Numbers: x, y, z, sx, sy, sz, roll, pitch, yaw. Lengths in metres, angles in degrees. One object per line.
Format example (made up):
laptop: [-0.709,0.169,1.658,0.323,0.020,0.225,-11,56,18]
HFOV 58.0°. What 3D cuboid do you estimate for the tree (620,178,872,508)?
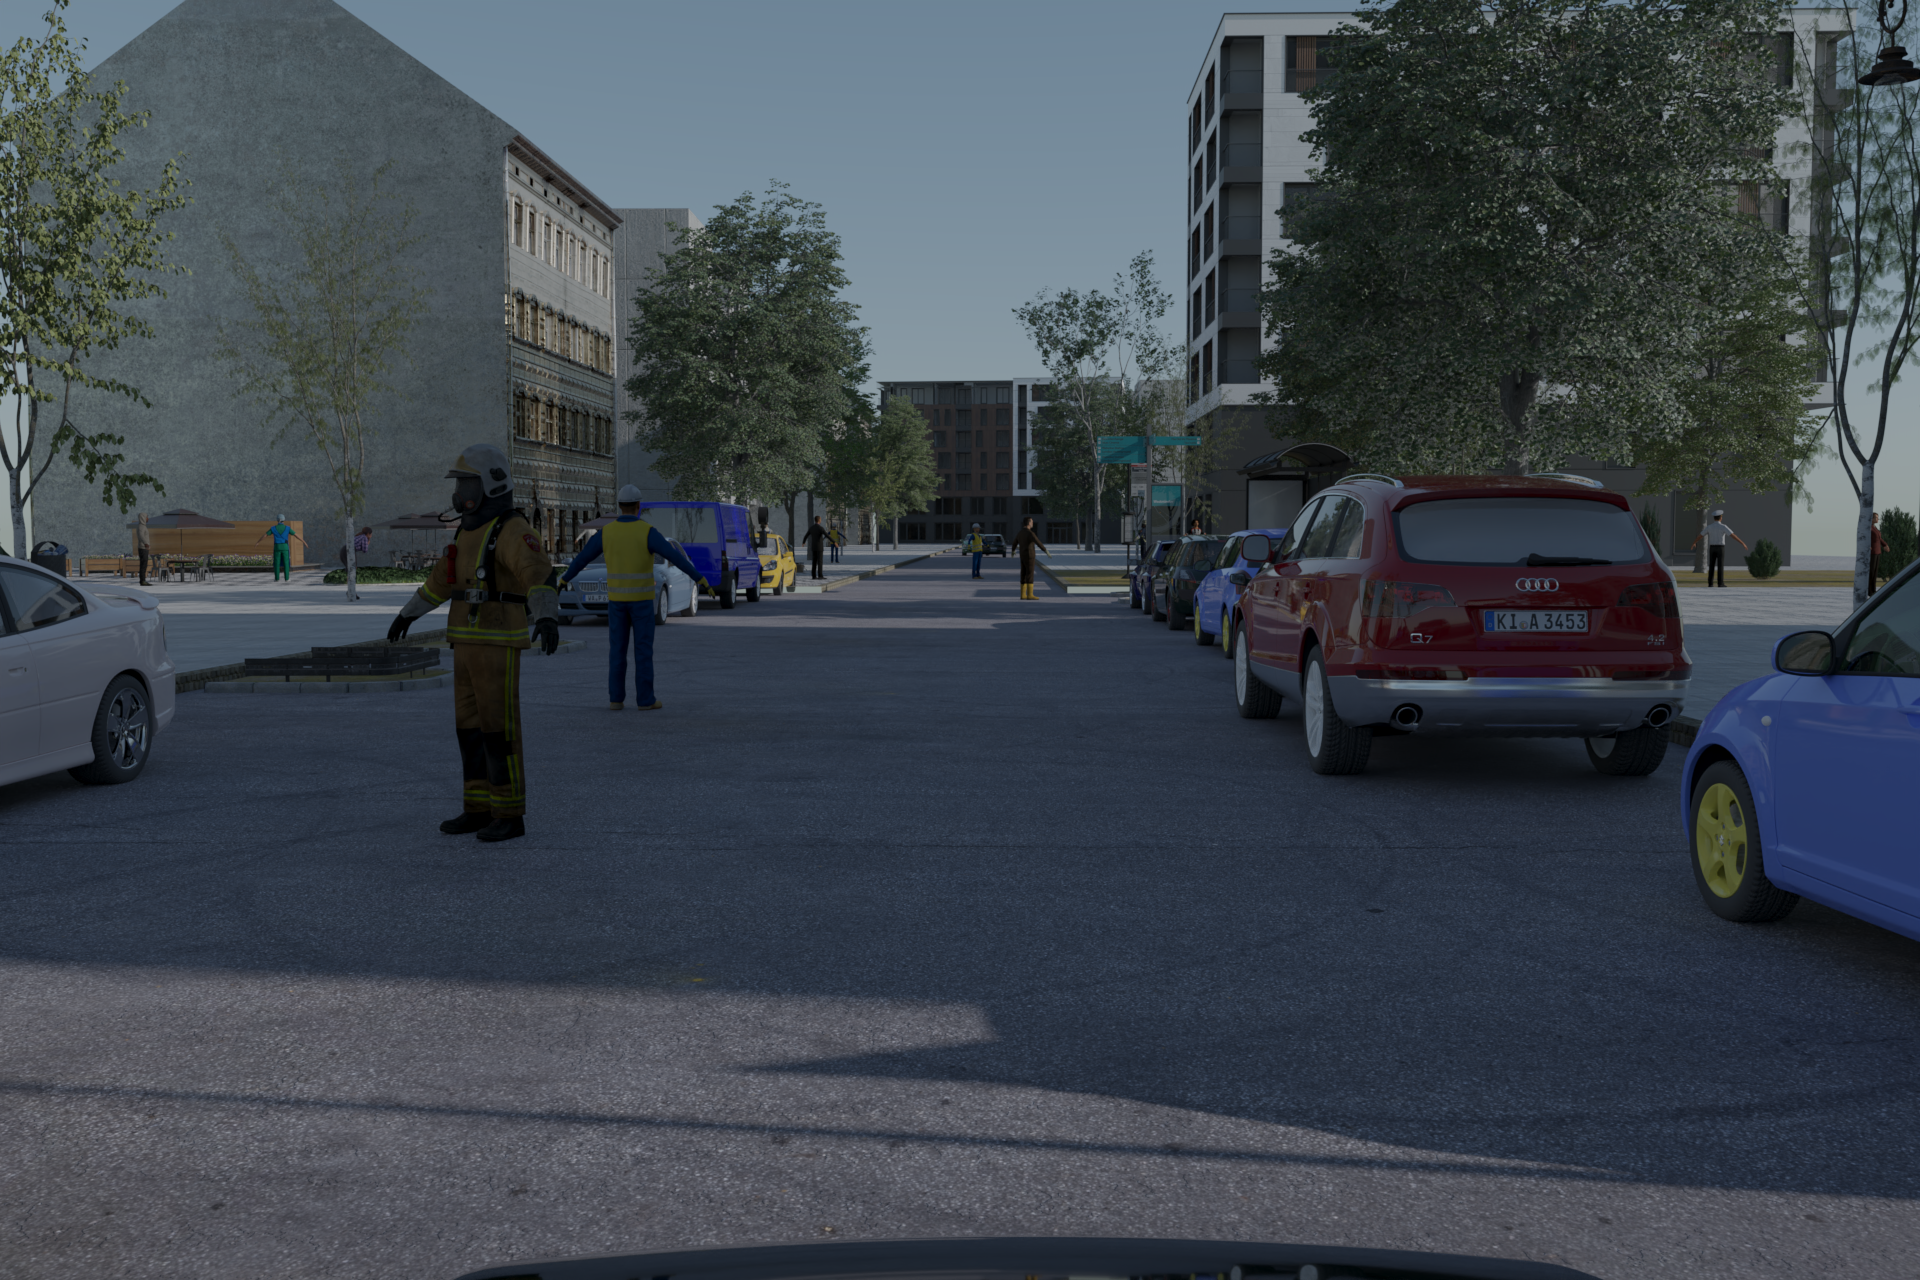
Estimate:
tree: [-8.136,-9.581,63.306,9.857,13.997,8.962,0,3,0]

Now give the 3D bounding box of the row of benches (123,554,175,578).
row of benches: [-24.396,-2.246,52.181,1.422,0.672,4.104,-1,4,-13]

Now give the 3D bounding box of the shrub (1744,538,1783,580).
shrub: [22.688,-2.311,48.896,1.383,1.207,1.383,0,3,0]

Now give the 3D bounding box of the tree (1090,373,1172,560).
tree: [8.020,-7.839,78.524,4.737,8.622,4.395,0,3,0]

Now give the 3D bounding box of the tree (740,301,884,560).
tree: [-7.718,-10.171,84.415,7.486,12.596,7.792,0,3,0]

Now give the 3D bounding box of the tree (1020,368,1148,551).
tree: [9.705,-13.748,131.436,9.857,13.997,8.962,0,3,0]

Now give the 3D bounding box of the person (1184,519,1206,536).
person: [8.623,-3.496,63.301,1.345,1.843,0.704,-1,4,-11]

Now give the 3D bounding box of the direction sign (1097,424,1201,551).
direction sign: [4.600,-3.235,41.659,2.525,3.948,1.411,0,4,0]

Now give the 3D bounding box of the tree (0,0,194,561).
tree: [-11.220,-4.289,20.486,4.737,8.622,4.395,0,3,0]

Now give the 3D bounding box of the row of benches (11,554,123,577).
row of benches: [-26.996,-2.205,51.519,4.104,0.672,1.422,-3,5,-43]

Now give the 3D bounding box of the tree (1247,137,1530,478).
tree: [13.212,-8.991,53.664,9.857,13.997,8.962,0,3,0]

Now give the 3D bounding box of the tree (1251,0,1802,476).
tree: [9.957,-7.615,31.154,9.857,13.997,8.962,0,3,0]

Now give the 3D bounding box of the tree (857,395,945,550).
tree: [-5.026,-13.616,140.755,7.486,12.596,7.792,0,3,0]

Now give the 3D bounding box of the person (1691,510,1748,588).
person: [18.194,-2.190,41.599,0.704,1.855,1.343,-3,5,-43]

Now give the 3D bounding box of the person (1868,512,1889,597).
person: [18.768,-1.753,35.475,1.215,1.729,0.721,-3,5,-45]

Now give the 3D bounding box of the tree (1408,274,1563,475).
tree: [13.205,-5.850,46.016,4.360,8.622,3.978,0,3,0]

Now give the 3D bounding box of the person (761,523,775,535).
person: [-8.068,-4.040,71.917,1.347,1.847,0.705,-2,4,-35]

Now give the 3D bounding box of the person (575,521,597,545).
person: [-15.115,-3.956,70.862,1.347,1.806,0.705,-2,4,-29]

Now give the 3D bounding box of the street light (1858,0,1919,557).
street light: [7.195,-2.448,12.814,0.468,5.910,1.993,0,4,2]

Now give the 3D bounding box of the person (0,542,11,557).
person: [-13.063,-0.876,23.531,0.599,1.438,0.989,0,4,3]

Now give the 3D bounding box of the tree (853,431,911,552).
tree: [-5.866,-10.439,121.040,4.737,8.622,4.395,0,3,0]

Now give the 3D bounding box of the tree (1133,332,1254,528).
tree: [7.954,-6.907,63.293,4.360,8.622,3.978,0,3,0]

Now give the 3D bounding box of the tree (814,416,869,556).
tree: [-6.771,-9.252,101.625,4.360,8.622,3.978,0,3,0]

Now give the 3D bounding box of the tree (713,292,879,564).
tree: [-7.363,-9.108,74.668,9.928,11.665,9.643,0,3,0]

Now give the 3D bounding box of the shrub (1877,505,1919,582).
shrub: [25.185,-2.607,46.671,1.661,2.075,1.752,0,3,0]

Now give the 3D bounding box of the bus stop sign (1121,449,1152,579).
bus stop sign: [5.052,-3.724,49.598,0.855,3.939,0.416,0,4,2]

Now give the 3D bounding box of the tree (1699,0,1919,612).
tree: [9.469,-4.154,18.279,4.360,8.622,3.978,0,3,0]

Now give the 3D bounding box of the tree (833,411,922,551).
tree: [-6.474,-11.957,129.909,7.601,10.594,8.767,-3,5,-41]

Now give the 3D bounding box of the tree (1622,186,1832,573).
tree: [24.834,-8.497,57.053,7.486,12.596,7.792,0,3,0]

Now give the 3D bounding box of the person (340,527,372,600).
person: [-11.799,-1.504,33.871,0.421,1.427,0.697,2,4,35]

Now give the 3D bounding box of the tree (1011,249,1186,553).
tree: [10.043,-15.905,115.940,12.611,20.169,13.585,0,3,0]

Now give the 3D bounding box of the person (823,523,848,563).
person: [-5.548,-4.305,76.846,1.216,1.772,0.721,1,4,11]

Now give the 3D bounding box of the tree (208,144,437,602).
tree: [-11.337,-5.036,32.700,4.360,8.622,3.978,0,3,0]

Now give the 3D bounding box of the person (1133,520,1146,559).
person: [7.390,-3.901,69.558,1.354,1.856,0.705,-3,5,-45]

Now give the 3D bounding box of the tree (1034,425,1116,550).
tree: [9.560,-12.806,143.791,7.601,10.594,8.767,1,4,14]
